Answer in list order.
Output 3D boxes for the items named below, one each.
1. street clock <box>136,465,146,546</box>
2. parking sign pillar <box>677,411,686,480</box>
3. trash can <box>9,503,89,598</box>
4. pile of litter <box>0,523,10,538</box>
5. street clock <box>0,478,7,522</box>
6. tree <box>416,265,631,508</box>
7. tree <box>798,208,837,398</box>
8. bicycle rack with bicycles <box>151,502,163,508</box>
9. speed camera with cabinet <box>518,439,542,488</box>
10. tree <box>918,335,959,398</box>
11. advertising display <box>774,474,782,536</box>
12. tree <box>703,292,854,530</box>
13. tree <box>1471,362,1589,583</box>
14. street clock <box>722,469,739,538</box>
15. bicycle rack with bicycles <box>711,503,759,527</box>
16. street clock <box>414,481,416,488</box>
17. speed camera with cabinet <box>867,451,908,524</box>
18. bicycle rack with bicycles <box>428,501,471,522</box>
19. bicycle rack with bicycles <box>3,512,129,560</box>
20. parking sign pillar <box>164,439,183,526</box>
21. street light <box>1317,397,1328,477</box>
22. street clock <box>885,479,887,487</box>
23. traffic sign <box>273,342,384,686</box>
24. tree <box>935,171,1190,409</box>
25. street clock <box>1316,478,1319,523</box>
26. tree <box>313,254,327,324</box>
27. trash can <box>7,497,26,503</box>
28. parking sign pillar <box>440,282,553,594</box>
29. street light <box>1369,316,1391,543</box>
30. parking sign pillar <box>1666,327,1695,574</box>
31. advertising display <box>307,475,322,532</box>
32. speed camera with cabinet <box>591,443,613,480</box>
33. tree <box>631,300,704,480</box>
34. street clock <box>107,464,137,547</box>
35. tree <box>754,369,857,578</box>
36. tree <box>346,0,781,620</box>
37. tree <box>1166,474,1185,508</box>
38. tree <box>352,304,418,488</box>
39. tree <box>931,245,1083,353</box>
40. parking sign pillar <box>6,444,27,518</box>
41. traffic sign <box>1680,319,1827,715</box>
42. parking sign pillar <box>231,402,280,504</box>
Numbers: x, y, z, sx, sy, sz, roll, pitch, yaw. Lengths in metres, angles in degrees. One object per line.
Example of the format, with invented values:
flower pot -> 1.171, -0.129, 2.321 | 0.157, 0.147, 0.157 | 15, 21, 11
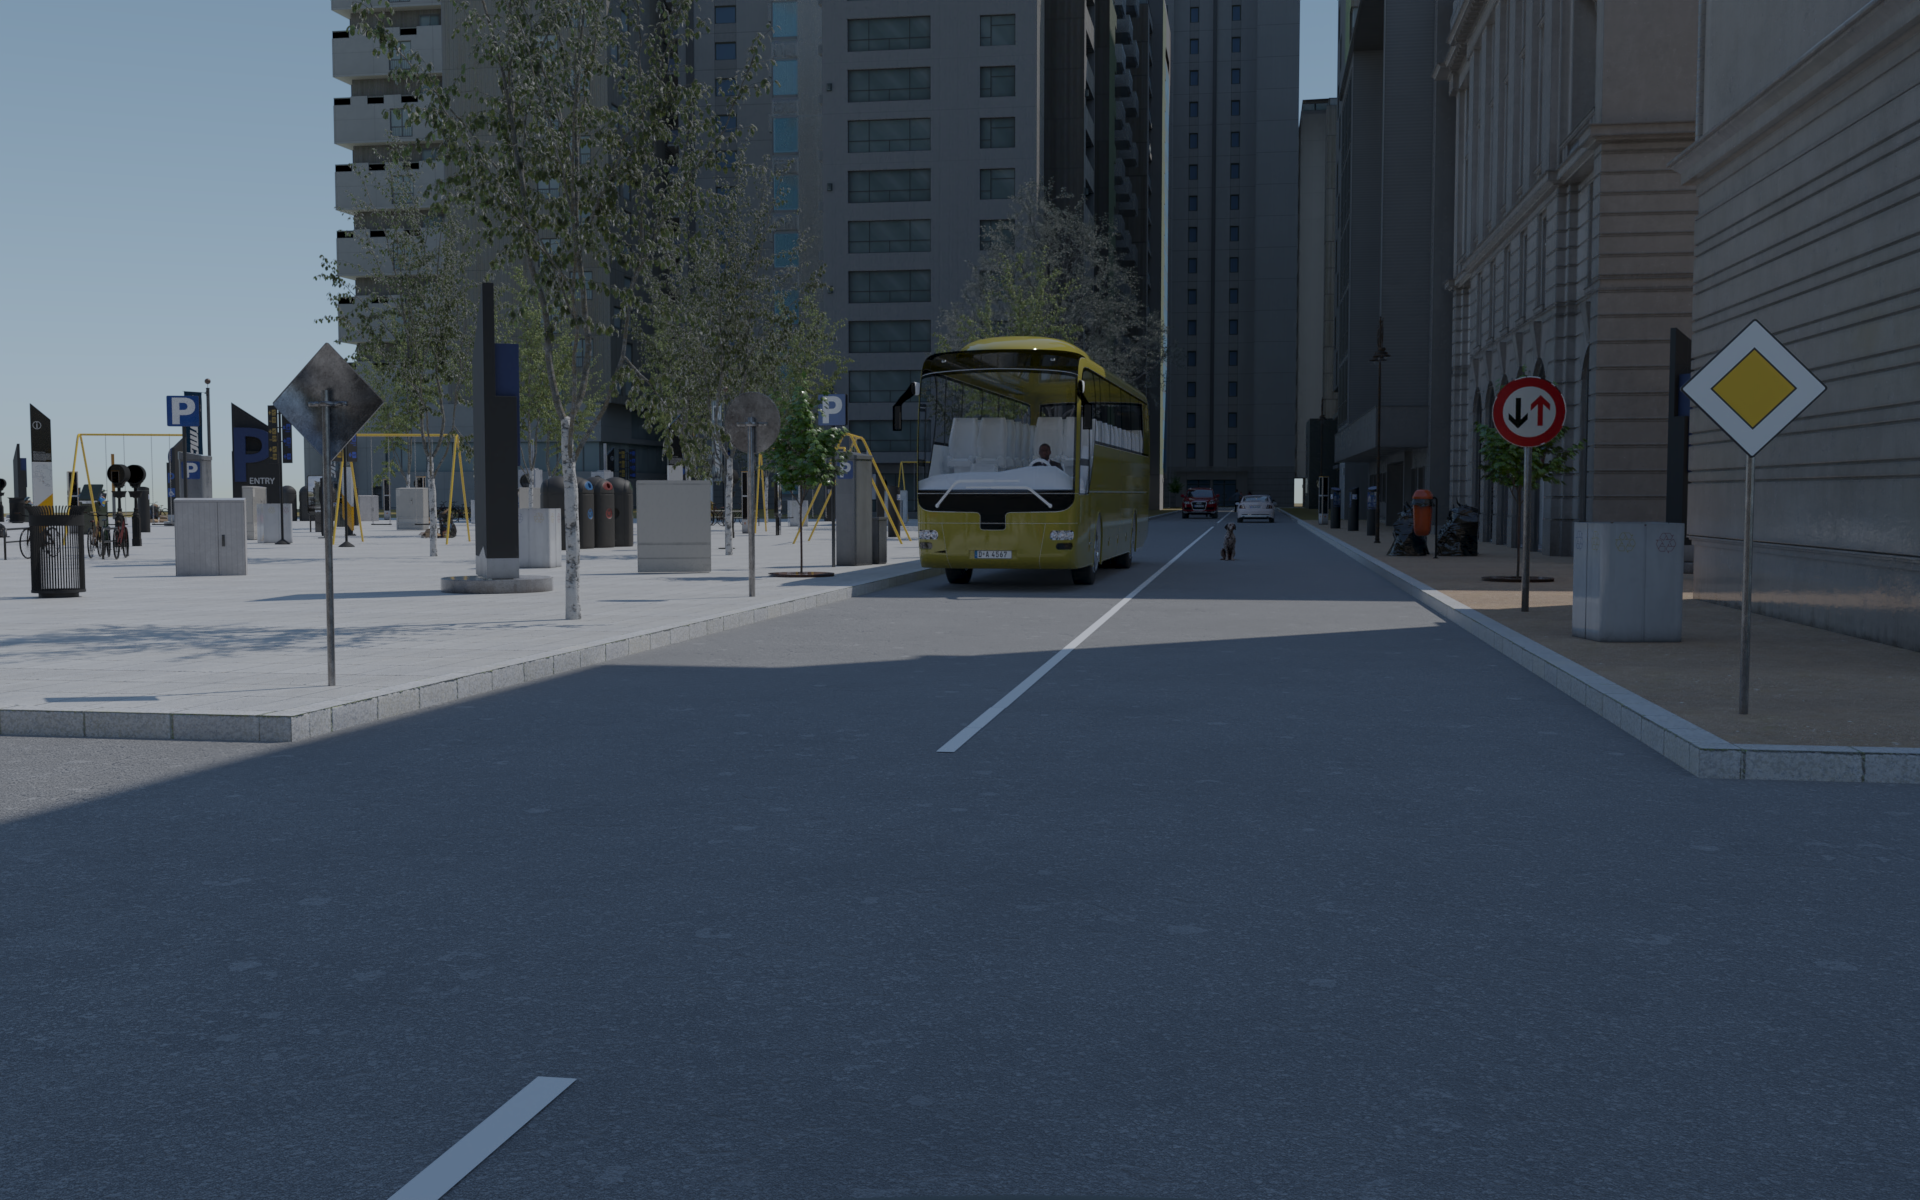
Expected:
street clock -> -20.227, -2.320, 42.506 | 0.471, 2.002, 0.358 | -1, 4, -11
parking sign pillar -> -9.016, -4.088, 55.306 | 1.447, 3.967, 1.447 | -1, 4, -15
trash can -> -11.224, -0.605, 21.538 | 0.748, 1.137, 0.748 | 0, 3, 0
pile of litter -> -28.693, -2.245, 50.678 | 1.719, 0.858, 1.176 | -3, 5, -41
street clock -> -43.788, -4.556, 79.068 | 0.471, 2.002, 0.358 | -1, 4, -10
tree -> -13.630, -6.347, 54.133 | 4.737, 8.622, 4.395 | 0, 3, 0
tree -> -4.769, -5.257, 36.315 | 4.360, 8.622, 3.978 | 0, 3, 0
bicycle rack with bicycles -> -37.249, -4.189, 81.864 | 2.852, 0.926, 2.925 | 0, 4, 7
speed camera with cabinet -> -16.000, -4.137, 61.977 | 2.038, 3.252, 0.660 | 1, 4, 14
tree -> 0.029, -7.802, 77.929 | 4.360, 8.622, 3.978 | 0, 3, 0
advertising display -> -5.658, -2.976, 53.879 | 0.123, 1.923, 0.974 | 0, 4, 2
tree -> -5.961, -6.819, 61.858 | 4.737, 8.622, 4.395 | 0, 3, 0
tree -> 8.376, -1.889, 25.481 | 1.663, 3.219, 1.824 | 0, 3, 0
street clock -> -6.687, -2.799, 50.327 | 0.471, 2.002, 0.358 | 2, 4, 27
bicycle rack with bicycles -> -9.530, -3.435, 69.546 | 2.925, 0.926, 2.852 | -3, 5, -43
street clock -> -25.494, -4.718, 81.709 | 0.471, 2.002, 0.358 | 1, 4, 11
speed camera with cabinet -> -3.299, -4.938, 75.066 | 2.038, 3.252, 0.660 | 0, 4, -4
bicycle rack with bicycles -> -26.461, -4.603, 88.641 | 2.925, 0.926, 2.852 | -3, 4, -38
bicycle rack with bicycles -> -17.743, -1.311, 34.815 | 2.852, 0.926, 2.925 | -1, 4, -10
parking sign pillar -> -31.096, -4.940, 69.243 | 1.447, 3.967, 1.447 | 1, 4, 15
street light -> 17.293, -6.731, 82.840 | 0.468, 5.910, 1.993 | 1, 4, 10
street clock -> -3.765, -4.899, 84.670 | 0.358, 2.002, 0.471 | 2, 4, 30
traffic sign -> -4.202, -0.482, 11.528 | 0.795, 2.450, 0.064 | 1, 4, 10
tree -> 3.576, -9.577, 66.952 | 12.009, 13.543, 11.850 | 0, 3, 0
street clock -> 16.031, -4.417, 76.790 | 0.358, 2.002, 0.471 | -2, 4, -29
tree -> -10.834, -5.187, 35.175 | 4.360, 8.622, 3.978 | 0, 3, 0
trash can -> -41.440, -3.942, 76.113 | 0.748, 1.137, 0.748 | 0, 3, 0
parking sign pillar -> -6.125, -2.100, 22.814 | 1.447, 3.967, 1.447 | -1, 4, -22
street light -> 10.933, -4.429, 45.205 | 0.468, 5.910, 1.993 | 1, 4, 10
parking sign pillar -> 12.204, -2.429, 28.194 | 1.447, 3.967, 1.447 | -1, 4, -15
advertising display -> -21.537, -3.244, 58.256 | 0.974, 1.923, 0.123 | 1, 4, 23
speed camera with cabinet -> -14.563, -4.503, 67.952 | 2.038, 3.252, 0.660 | 2, 4, 30
tree -> -10.666, -7.034, 65.374 | 4.737, 8.622, 4.395 | 0, 3, 0
street clock -> -20.285, -2.277, 41.800 | 0.471, 2.002, 0.358 | 0, 4, 8
tree -> -2.424, -1.971, 26.832 | 1.663, 3.219, 1.824 | 0, 3, 0
tree -> -3.897, -4.091, 17.256 | 4.360, 8.622, 3.978 | 0, 3, 0
tree -> 20.180, -10.270, 162.517 | 1.663, 3.219, 1.824 | 0, 3, 0
tree -> -21.031, -7.019, 65.116 | 4.737, 8.622, 4.395 | 0, 3, 0
tree -> 1.596, -6.157, 51.034 | 4.737, 8.622, 4.395 | 0, 3, 0
parking sign pillar -> -50.474, -6.393, 92.996 | 1.447, 3.967, 1.447 | -3, 4, -38
traffic sign -> 4.566, -0.391, 10.035 | 0.795, 2.450, 0.064 | 1, 4, 10
parking sign pillar -> -20.701, -3.821, 50.947 | 1.447, 3.967, 1.447 | -1, 4, -18
